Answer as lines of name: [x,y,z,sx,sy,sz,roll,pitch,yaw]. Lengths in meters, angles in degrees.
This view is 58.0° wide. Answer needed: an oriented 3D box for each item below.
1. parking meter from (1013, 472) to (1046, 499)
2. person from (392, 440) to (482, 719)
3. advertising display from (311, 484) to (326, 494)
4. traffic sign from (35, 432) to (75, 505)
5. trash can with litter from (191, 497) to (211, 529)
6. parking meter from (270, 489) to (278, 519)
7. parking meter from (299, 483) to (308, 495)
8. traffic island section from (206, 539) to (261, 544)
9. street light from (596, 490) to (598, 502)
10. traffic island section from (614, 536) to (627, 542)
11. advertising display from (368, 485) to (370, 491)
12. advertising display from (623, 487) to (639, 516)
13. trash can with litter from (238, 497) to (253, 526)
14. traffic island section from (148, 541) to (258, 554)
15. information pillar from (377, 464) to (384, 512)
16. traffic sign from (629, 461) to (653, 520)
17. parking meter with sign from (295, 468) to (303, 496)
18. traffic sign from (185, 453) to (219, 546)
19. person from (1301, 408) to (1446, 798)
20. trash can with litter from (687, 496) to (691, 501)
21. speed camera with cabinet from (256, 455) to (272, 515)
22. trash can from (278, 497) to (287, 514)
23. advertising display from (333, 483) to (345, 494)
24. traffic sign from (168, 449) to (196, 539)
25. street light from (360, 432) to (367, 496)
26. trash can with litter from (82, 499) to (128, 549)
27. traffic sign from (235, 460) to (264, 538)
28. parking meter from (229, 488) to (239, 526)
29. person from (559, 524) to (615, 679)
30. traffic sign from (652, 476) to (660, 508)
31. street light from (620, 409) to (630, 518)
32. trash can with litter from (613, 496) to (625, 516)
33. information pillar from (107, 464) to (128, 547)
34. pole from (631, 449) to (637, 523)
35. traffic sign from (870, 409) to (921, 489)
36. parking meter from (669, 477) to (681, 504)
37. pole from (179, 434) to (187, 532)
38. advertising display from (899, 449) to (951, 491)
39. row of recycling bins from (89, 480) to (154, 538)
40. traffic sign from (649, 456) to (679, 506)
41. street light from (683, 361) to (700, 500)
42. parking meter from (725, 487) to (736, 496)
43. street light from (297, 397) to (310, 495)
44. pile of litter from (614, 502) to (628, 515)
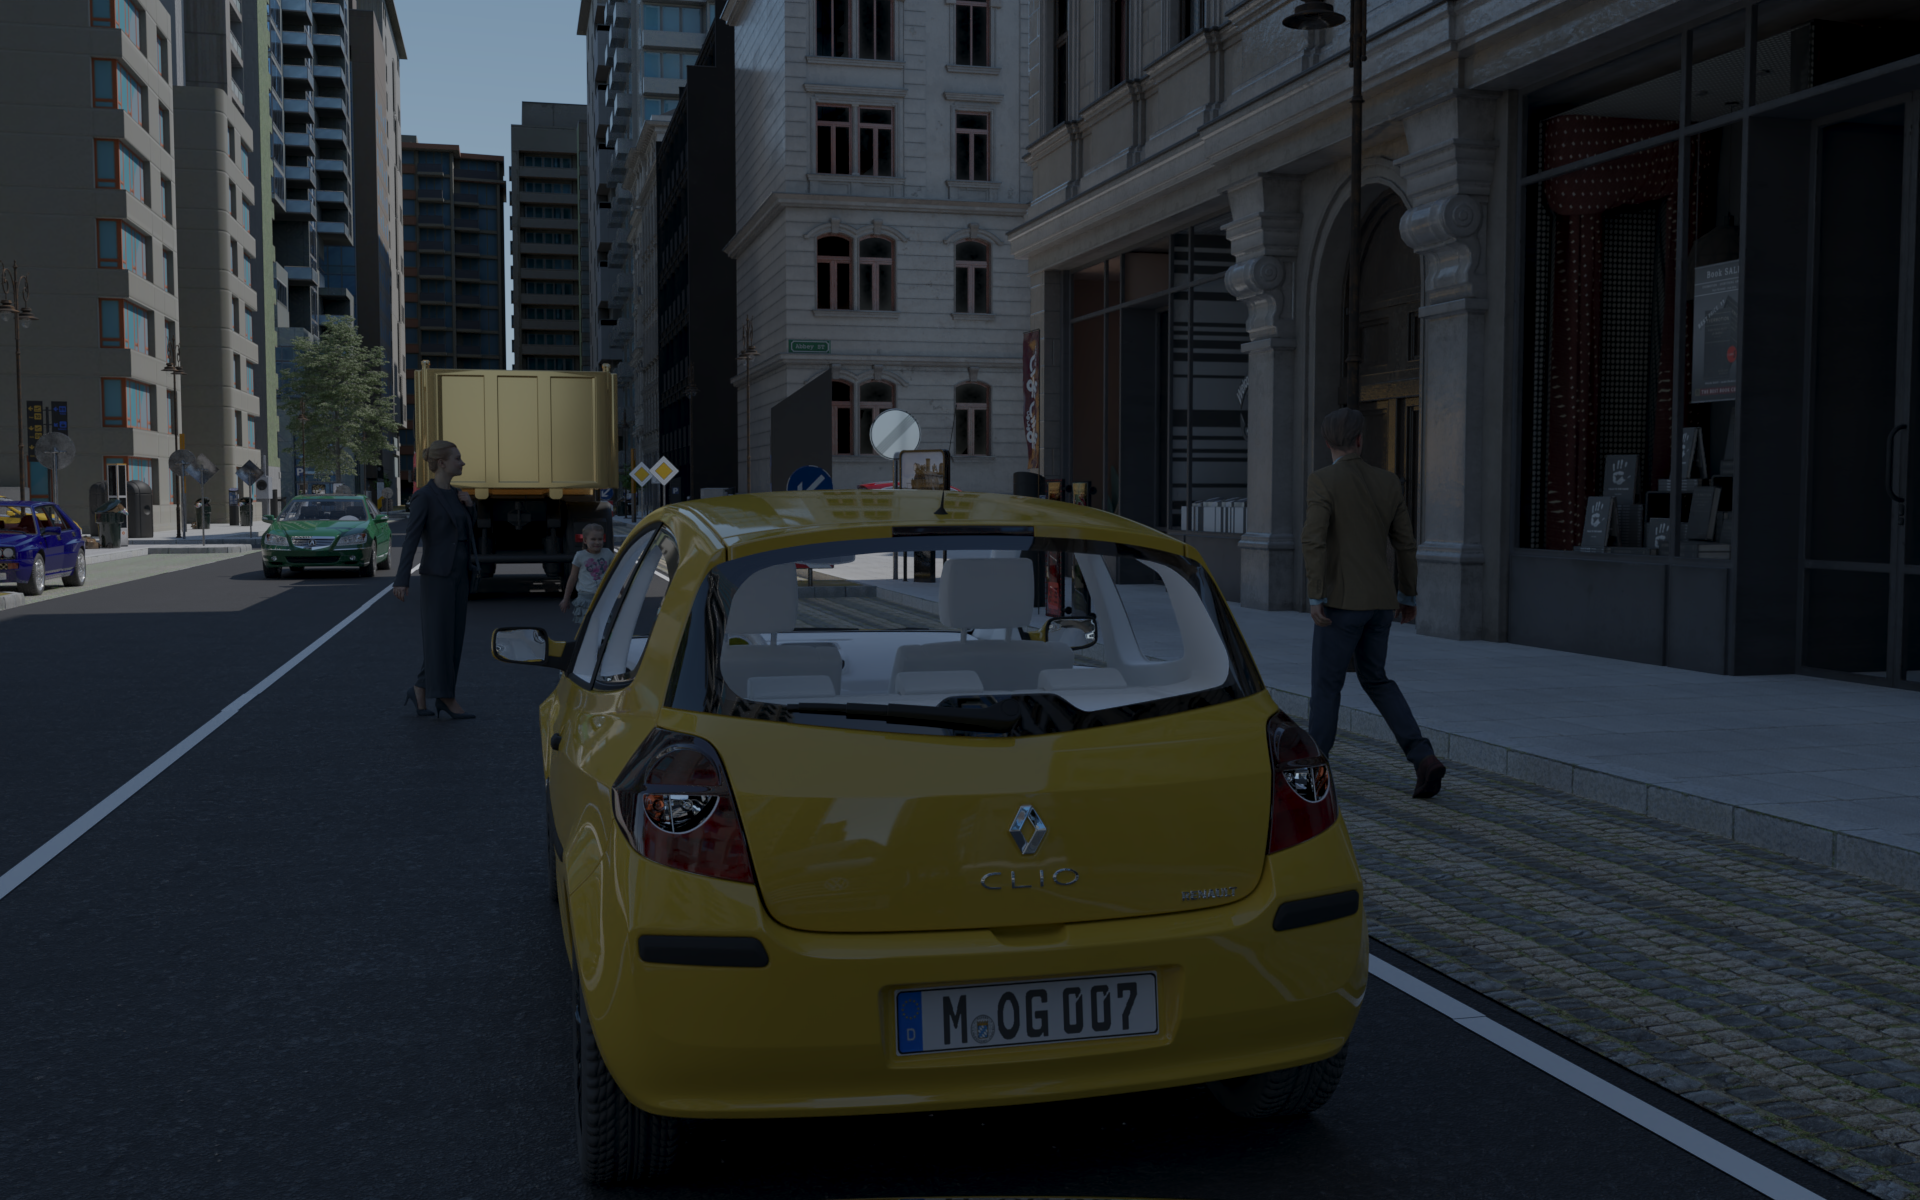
parking meter: [0.789,-0.691,19.708,0.372,1.533,0.369,0,3,0]
person: [-3.350,-0.130,11.050,0.534,1.772,0.576,0,4,-2]
advertising display: [-42.103,-6.636,113.716,0.123,1.923,0.974,3,4,37]
traffic sign: [-18.601,-2.173,35.634,0.768,2.556,0.104,-1,4,-13]
trash can with litter: [-27.732,-3.162,63.093,1.055,1.170,0.624,3,5,42]
parking meter: [-35.848,-5.020,90.486,0.372,1.533,0.369,0,3,0]
parking meter: [-33.741,-5.098,89.062,0.255,1.863,0.399,2,4,26]
traffic island section: [-20.680,-1.724,50.472,2.009,0.180,2.903,-1,4,-14]
street light: [-26.297,-9.328,125.304,0.468,5.910,1.993,-1,4,-14]
traffic island section: [-9.745,-1.896,53.282,2.009,0.180,2.903,-1,4,-14]
advertising display: [-41.505,-7.123,121.676,0.123,1.923,0.974,-1,4,-17]
advertising display: [-19.647,-6.003,103.365,0.974,1.923,0.123,1,4,19]
trash can with litter: [-28.547,-3.527,69.056,0.624,1.170,1.055,-2,4,-32]
traffic island section: [-18.682,-1.251,42.740,2.009,0.180,2.903,-1,4,-14]
information pillar: [-41.056,-8.032,122.676,0.504,3.616,0.183,-3,5,-44]
traffic sign: [-9.766,-3.031,53.199,0.795,2.450,0.064,-1,4,-14]
parking meter with sign: [-43.288,-7.182,113.681,0.543,3.016,1.738,-1,4,-21]
traffic sign: [-18.661,-2.388,42.684,0.795,2.450,0.064,-1,4,-14]
person: [1.895,0.016,8.146,0.836,1.842,0.656,2,4,31]
trash can with litter: [-10.941,-3.587,69.698,1.678,1.210,2.233,-1,4,-12]
speed camera with cabinet: [-36.053,-5.725,87.935,2.038,3.252,0.660,0,4,-3]
trash can: [-36.116,-4.915,92.006,0.748,1.137,0.748,0,3,0]
advertising display: [-35.485,-5.734,98.961,0.974,1.923,0.123,2,4,35]
traffic sign: [-22.124,-3.010,49.313,0.768,2.556,0.104,-1,4,-9]
street light: [-39.525,-8.697,114.989,0.468,5.910,1.993,-1,4,-14]
trash can with litter: [-20.114,-1.785,40.580,0.624,1.170,1.055,2,4,28]
traffic sign: [-20.659,-2.861,50.416,0.795,2.450,0.064,-1,4,-14]
parking meter: [-29.370,-3.771,70.062,0.372,1.533,0.369,0,3,0]
person: [-2.751,0.028,13.063,0.505,1.210,0.382,-3,4,-36]
traffic sign: [-11.948,-4.079,68.821,0.606,2.300,0.079,-1,4,-13]
street light: [-17.884,-7.327,92.578,0.468,5.910,1.993,-1,4,-14]
trash can with litter: [-19.725,-5.398,99.652,1.055,1.170,0.624,-1,4,-19]
information pillar: [-20.450,-2.297,42.049,0.304,2.012,0.304,1,4,16]
pole: [-14.638,-5.128,77.685,0.158,3.312,0.155,0,3,0]
traffic sign: [-0.966,-1.579,25.918,0.768,2.556,0.104,0,4,-7]
parking meter: [-9.891,-3.327,60.104,0.399,1.863,0.255,-1,4,-13]
pole: [-26.251,-3.955,58.513,0.158,3.312,0.155,0,3,0]
advertising display: [-0.513,-1.216,25.095,0.123,1.923,0.974,-3,5,-44]
row of recycling bins: [-24.994,-2.714,51.494,1.069,1.692,3.534,-3,5,-43]
traffic sign: [-7.768,-2.558,45.467,0.795,2.450,0.064,-1,4,-14]
street light: [-9.307,-5.340,60.096,0.468,5.910,1.993,-1,4,-14]
parking meter: [-7.883,-3.118,59.398,0.372,1.533,0.369,0,3,0]
street light: [-31.234,-6.706,82.430,0.468,5.910,1.993,-1,4,-14]
pile of litter: [-20.622,-5.564,104.930,1.719,0.858,1.176,1,4,18]
